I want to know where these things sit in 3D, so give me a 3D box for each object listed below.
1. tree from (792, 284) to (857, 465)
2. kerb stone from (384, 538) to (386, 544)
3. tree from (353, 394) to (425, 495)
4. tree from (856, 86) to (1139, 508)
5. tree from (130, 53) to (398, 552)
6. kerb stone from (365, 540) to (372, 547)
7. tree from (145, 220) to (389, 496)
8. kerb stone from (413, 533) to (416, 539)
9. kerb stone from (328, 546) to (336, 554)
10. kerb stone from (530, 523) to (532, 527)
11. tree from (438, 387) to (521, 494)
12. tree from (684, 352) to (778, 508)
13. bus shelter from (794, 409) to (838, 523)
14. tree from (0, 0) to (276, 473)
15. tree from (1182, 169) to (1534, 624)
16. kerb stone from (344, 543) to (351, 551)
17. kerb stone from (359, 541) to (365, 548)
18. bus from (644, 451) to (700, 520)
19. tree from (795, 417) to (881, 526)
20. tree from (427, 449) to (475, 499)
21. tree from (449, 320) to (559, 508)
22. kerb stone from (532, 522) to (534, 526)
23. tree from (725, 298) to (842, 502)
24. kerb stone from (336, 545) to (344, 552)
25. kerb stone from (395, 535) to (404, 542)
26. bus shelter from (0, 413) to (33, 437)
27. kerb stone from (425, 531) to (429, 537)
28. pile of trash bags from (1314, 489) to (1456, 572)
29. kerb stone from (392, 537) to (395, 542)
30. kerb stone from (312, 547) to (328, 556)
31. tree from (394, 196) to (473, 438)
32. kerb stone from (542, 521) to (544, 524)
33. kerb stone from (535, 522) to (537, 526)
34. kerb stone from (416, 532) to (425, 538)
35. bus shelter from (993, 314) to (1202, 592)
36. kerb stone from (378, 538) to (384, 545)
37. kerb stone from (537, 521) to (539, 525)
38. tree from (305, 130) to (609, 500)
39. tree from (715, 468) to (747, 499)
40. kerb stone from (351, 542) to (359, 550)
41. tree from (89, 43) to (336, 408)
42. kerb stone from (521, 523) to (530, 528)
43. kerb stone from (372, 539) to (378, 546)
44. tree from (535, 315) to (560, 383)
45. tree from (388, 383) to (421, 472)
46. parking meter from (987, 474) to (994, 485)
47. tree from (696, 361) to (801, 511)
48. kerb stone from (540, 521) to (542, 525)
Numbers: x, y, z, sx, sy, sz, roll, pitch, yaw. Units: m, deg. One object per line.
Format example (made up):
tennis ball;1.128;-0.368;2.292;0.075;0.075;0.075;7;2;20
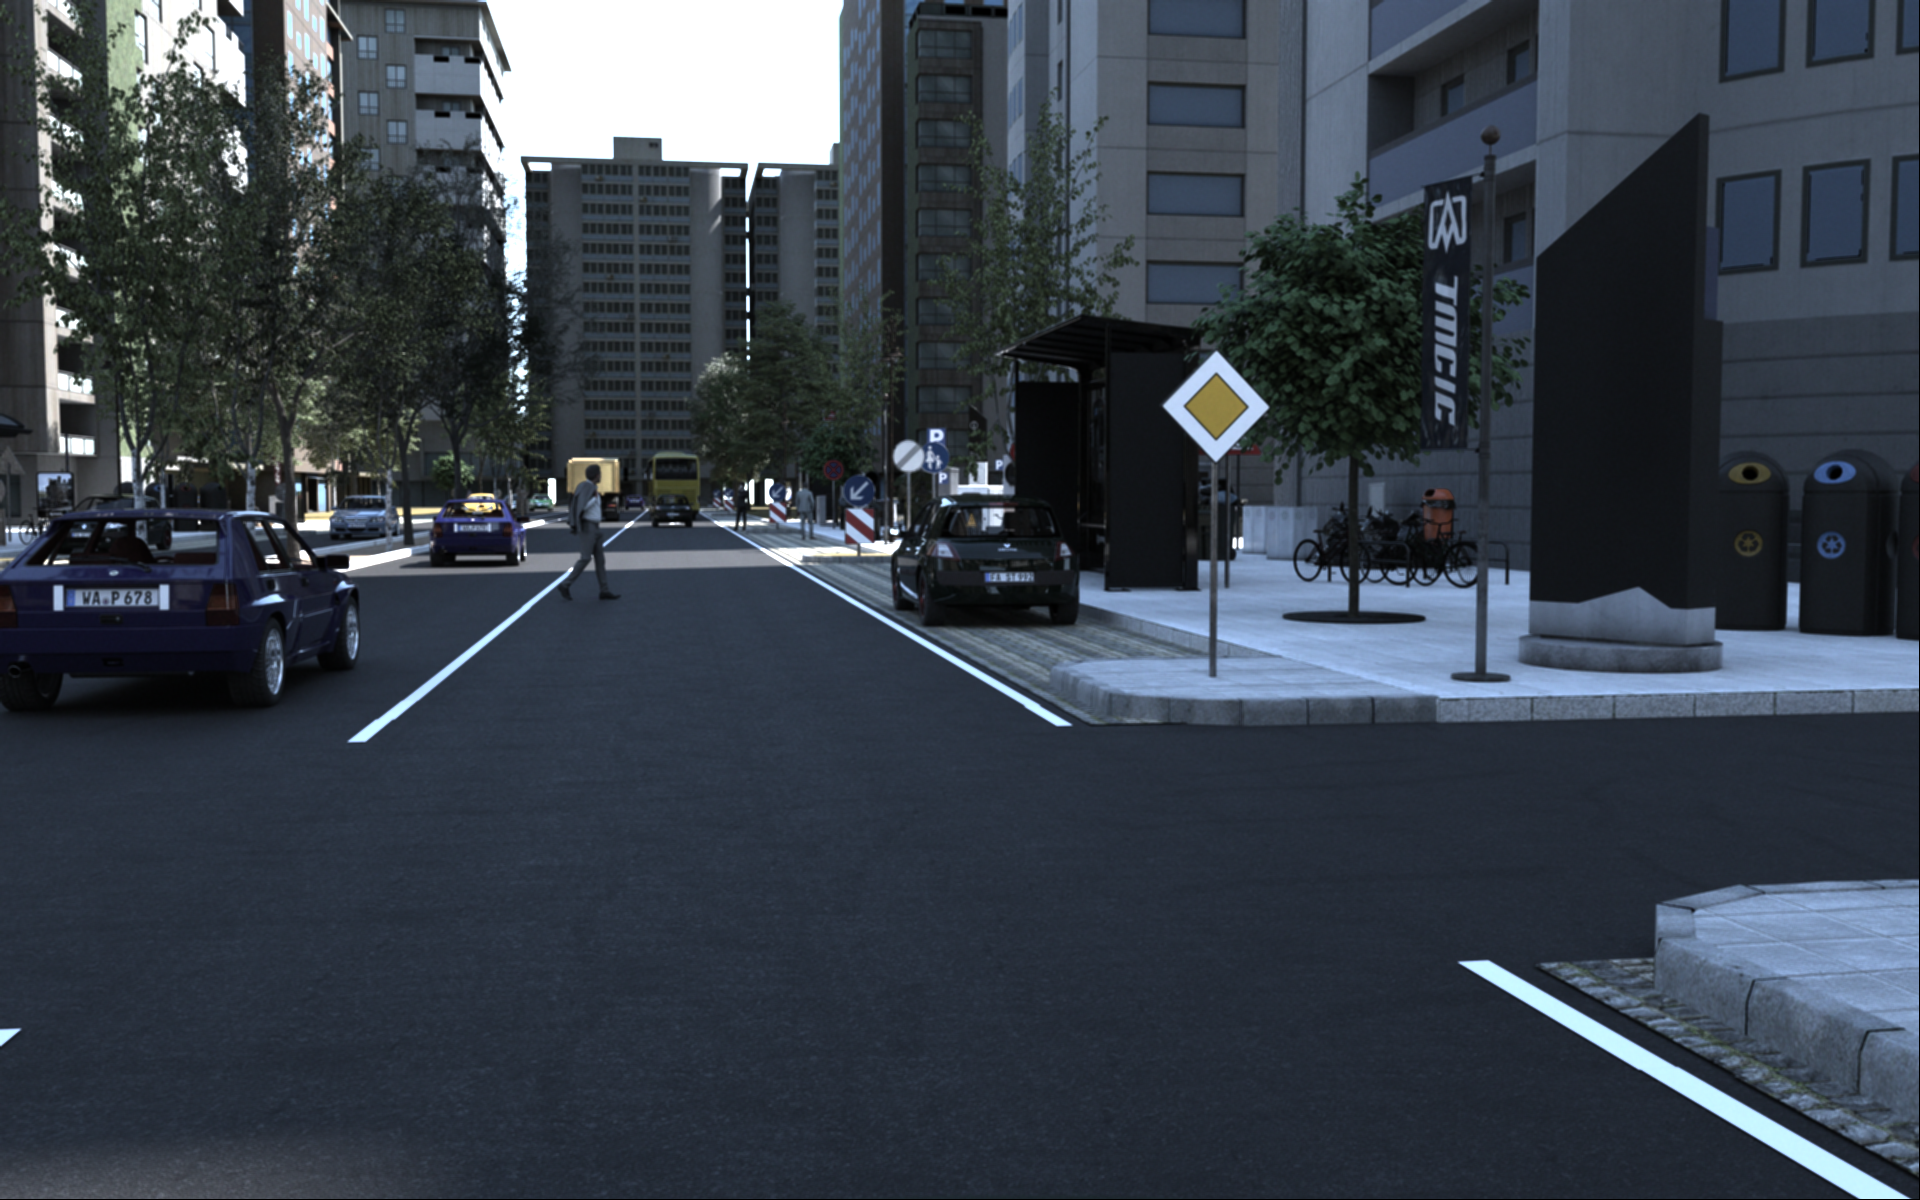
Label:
tree;-3.524;-6.682;59.614;4.737;8.622;4.395;0;3;0
kerb stone;-16.544;-1.676;49.603;0.120;0.150;1.000;-1;4;-10
tree;-33.672;-9.204;100.851;4.737;8.622;4.395;0;3;0
tree;1.203;-5.009;32.257;4.737;8.622;4.395;0;3;0
tree;-11.906;-4.657;28.964;4.360;8.622;3.978;0;3;0
kerb stone;-16.032;-1.491;46.576;0.120;0.150;1.000;-1;4;-10
tree;-28.834;-9.265;69.612;7.486;12.596;7.792;0;3;0
kerb stone;-17.395;-1.985;54.655;0.120;0.150;1.000;-1;4;-10
kerb stone;-15.179;-1.180;41.533;0.120;0.150;1.000;-1;4;-10
kerb stone;-18.585;-3.186;74.307;0.120;0.150;1.000;-1;4;-10
tree;-42.415;-13.912;153.223;9.928;11.665;9.643;0;3;0
tree;-20.043;-15.163;154.567;9.857;13.997;8.962;0;3;0
bus shelter;-6.422;-6.236;79.584;2.179;5.291;8.768;-1;4;-10
tree;-11.325;-4.334;23.687;4.737;8.622;4.395;0;3;0
tree;4.025;-2.082;17.760;4.285;4.588;4.351;0;3;0
kerb stone;-15.521;-1.303;43.550;0.120;0.150;1.000;-1;4;-10
kerb stone;-15.862;-1.430;45.568;0.120;0.150;1.000;-1;4;-10
bus;-16.527;-6.598;99.431;2.896;3.916;12.252;-1;4;-12
tree;-4.861;-5.235;69.311;4.285;4.588;4.351;0;3;0
tree;-37.033;-8.685;125.711;4.285;4.588;4.351;0;3;0
tree;-18.856;-7.323;72.544;4.737;8.622;4.395;0;3;0
kerb stone;-18.750;-3.250;75.325;0.120;0.150;1.000;-1;4;-10
tree;-10.154;-11.187;101.041;7.486;12.596;7.792;0;3;0
kerb stone;-15.351;-1.244;42.541;0.120;0.150;1.000;-1;4;-10
kerb stone;-17.056;-1.854;52.630;0.120;0.150;1.000;-1;4;-10
bus shelter;-23.449;-2.820;40.024;2.014;3.302;5.546;-1;4;-10
kerb stone;-17.906;-2.171;57.704;0.120;0.150;1.000;-1;4;-10
pile of trash bags;7.569;-1.233;29.909;1.912;1.369;3.447;-1;4;-13
kerb stone;-16.714;-1.737;50.613;0.120;0.150;1.000;-1;4;-10
kerb stone;-15.008;-1.121;40.525;0.120;0.150;1.000;-1;4;-10
tree;-13.996;-5.472;42.279;4.360;8.622;3.978;0;3;0
kerb stone;-19.776;-3.614;81.378;0.120;0.150;1.000;-1;4;-10
kerb stone;-19.092;-3.373;77.341;0.120;0.150;1.000;-1;4;-10
kerb stone;-17.726;-2.109;56.685;0.120;0.150;1.000;-1;4;-10
bus shelter;1.906;-2.114;25.849;1.731;3.624;6.357;-1;4;-10
kerb stone;-16.367;-1.615;48.595;0.120;0.150;1.000;-1;4;-10
kerb stone;-19.263;-3.434;78.349;0.120;0.150;1.000;-1;4;-10
tree;-16.947;-8.889;58.155;12.009;13.543;11.850;0;3;0
tree;-21.483;-10.988;163.363;4.285;4.588;4.351;0;3;0
kerb stone;-15.691;-1.368;44.560;0.120;0.150;1.000;-1;4;-10
tree;-13.405;-5.990;34.807;8.767;10.594;7.601;-1;4;-10
kerb stone;-18.410;-3.121;73.300;0.120;0.150;1.000;-1;4;-10
kerb stone;-16.209;-1.546;47.586;0.120;0.150;1.000;-1;4;-10
tree;-15.343;-6.806;48.147;8.767;10.594;7.601;-1;4;-10
tree;-33.081;-10.697;93.020;7.486;12.596;7.792;0;3;0
parking meter;0.762;-2.701;49.876;0.399;1.863;0.255;2;4;34
tree;-15.922;-12.576;131.365;9.928;11.665;9.643;0;3;0
kerb stone;-19.601;-3.558;80.371;0.120;0.150;1.000;-1;4;-10
